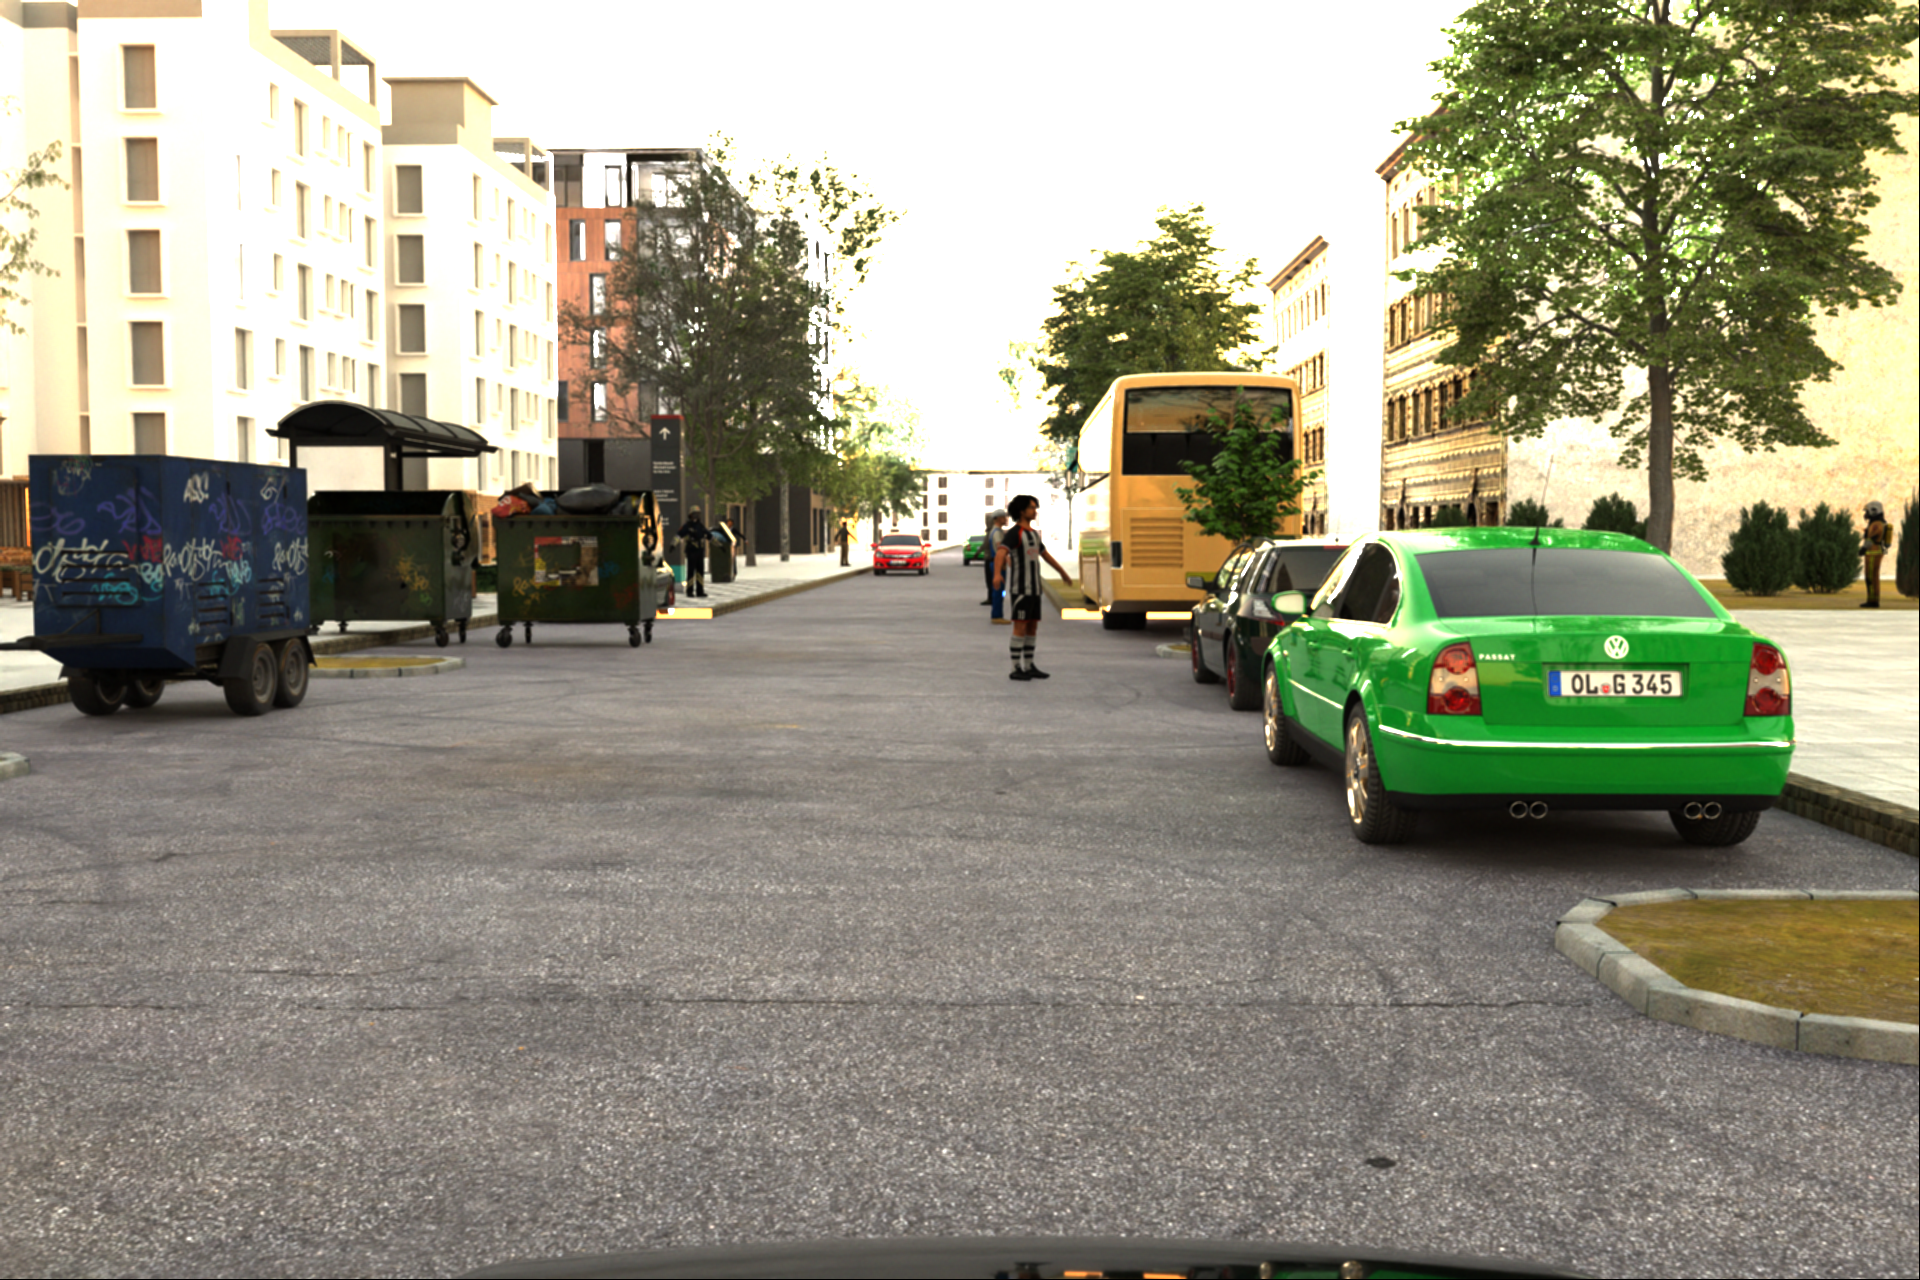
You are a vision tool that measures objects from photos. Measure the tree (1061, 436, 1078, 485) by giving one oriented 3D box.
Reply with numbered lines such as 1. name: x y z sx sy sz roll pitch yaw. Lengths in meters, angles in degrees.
1. tree: 7.912 -8.927 96.311 4.737 8.622 4.395 0 3 0

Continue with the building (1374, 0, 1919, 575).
1. building: 26.599 -14.175 62.683 19.493 23.208 18.063 0 4 2

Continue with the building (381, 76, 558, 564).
1. building: -25.174 -13.253 73.114 16.016 20.090 11.380 0 4 0

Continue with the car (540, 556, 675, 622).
1. car: -6.024 -1.208 29.536 2.009 1.686 4.222 0 4 2

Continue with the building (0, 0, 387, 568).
1. building: -27.976 -12.189 55.714 16.016 20.090 11.380 0 4 1

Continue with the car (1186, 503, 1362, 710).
1. car: 3.080 -0.346 15.439 2.009 1.686 4.222 0 4 1

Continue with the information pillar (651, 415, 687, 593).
1. information pillar: -6.379 -2.969 37.915 0.750 3.857 0.750 0 4 1

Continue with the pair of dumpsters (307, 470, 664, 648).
1. pair of dumpsters: -6.133 -1.060 22.289 4.436 2.255 1.574 0 4 2

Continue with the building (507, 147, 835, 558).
1. building: -23.506 -16.177 108.463 27.936 21.610 32.646 0 4 2

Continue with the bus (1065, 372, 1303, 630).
1. bus: 3.404 -2.277 28.775 2.896 3.916 12.252 0 4 2

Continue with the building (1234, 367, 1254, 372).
1. building: 26.848 -21.306 204.776 16.016 20.090 11.380 0 4 1

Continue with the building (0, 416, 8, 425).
1. building: -27.768 -12.486 20.794 14.369 24.946 33.146 0 4 2

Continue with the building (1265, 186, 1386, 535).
1. building: 27.926 -16.190 95.627 19.493 23.208 18.063 0 4 1

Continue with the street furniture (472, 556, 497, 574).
1. street furniture: -14.763 -1.939 47.329 10.072 0.657 5.734 -2 4 -30

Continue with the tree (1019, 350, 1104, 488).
1. tree: 8.642 -11.960 105.914 12.009 13.543 11.850 0 3 0

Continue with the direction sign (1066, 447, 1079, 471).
1. direction sign: 4.159 -3.558 46.937 2.525 3.948 1.411 0 4 1

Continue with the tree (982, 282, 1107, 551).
1. tree: 8.053 -16.903 132.250 12.611 20.169 13.585 0 3 0

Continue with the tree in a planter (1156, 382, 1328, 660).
1. tree in a planter: 3.353 -1.419 20.426 1.991 3.239 1.994 0 4 1

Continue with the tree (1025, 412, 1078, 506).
1. tree: 8.863 -11.292 119.042 8.767 10.594 7.601 -1 4 -10

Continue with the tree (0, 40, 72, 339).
1. tree: -12.617 -4.246 19.791 4.360 8.622 3.978 0 3 0

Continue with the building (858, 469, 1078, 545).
1. building: 1.281 -17.116 224.446 28.070 9.664 9.099 1 4 11

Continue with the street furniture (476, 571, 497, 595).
1. street furniture: -12.848 -1.442 39.195 10.072 0.657 5.734 0 4 1

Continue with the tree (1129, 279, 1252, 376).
1. tree: 6.720 -6.124 50.492 4.737 8.622 4.395 0 3 0

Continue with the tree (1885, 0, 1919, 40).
1. tree: 27.947 -11.289 40.461 12.611 20.169 13.585 0 3 0

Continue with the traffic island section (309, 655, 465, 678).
1. traffic island section: -6.336 0.285 18.205 1.991 0.108 1.994 0 4 2

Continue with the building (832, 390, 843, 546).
1. building: -22.708 -21.679 185.373 19.493 23.208 18.063 0 4 2

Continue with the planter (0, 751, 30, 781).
1. planter: -6.567 0.688 9.894 1.991 0.319 1.994 0 4 1

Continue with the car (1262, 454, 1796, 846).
1. car: 2.759 -0.034 9.351 1.959 1.807 4.718 0 4 2

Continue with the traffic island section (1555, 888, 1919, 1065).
1. traffic island section: 3.044 1.057 5.593 1.991 0.108 1.994 0 4 1

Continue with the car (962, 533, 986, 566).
1. car: 1.065 -4.354 79.984 1.959 1.807 4.718 0 4 1

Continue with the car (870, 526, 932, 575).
1. car: -2.055 -3.194 61.266 2.155 1.783 4.494 0 4 2
